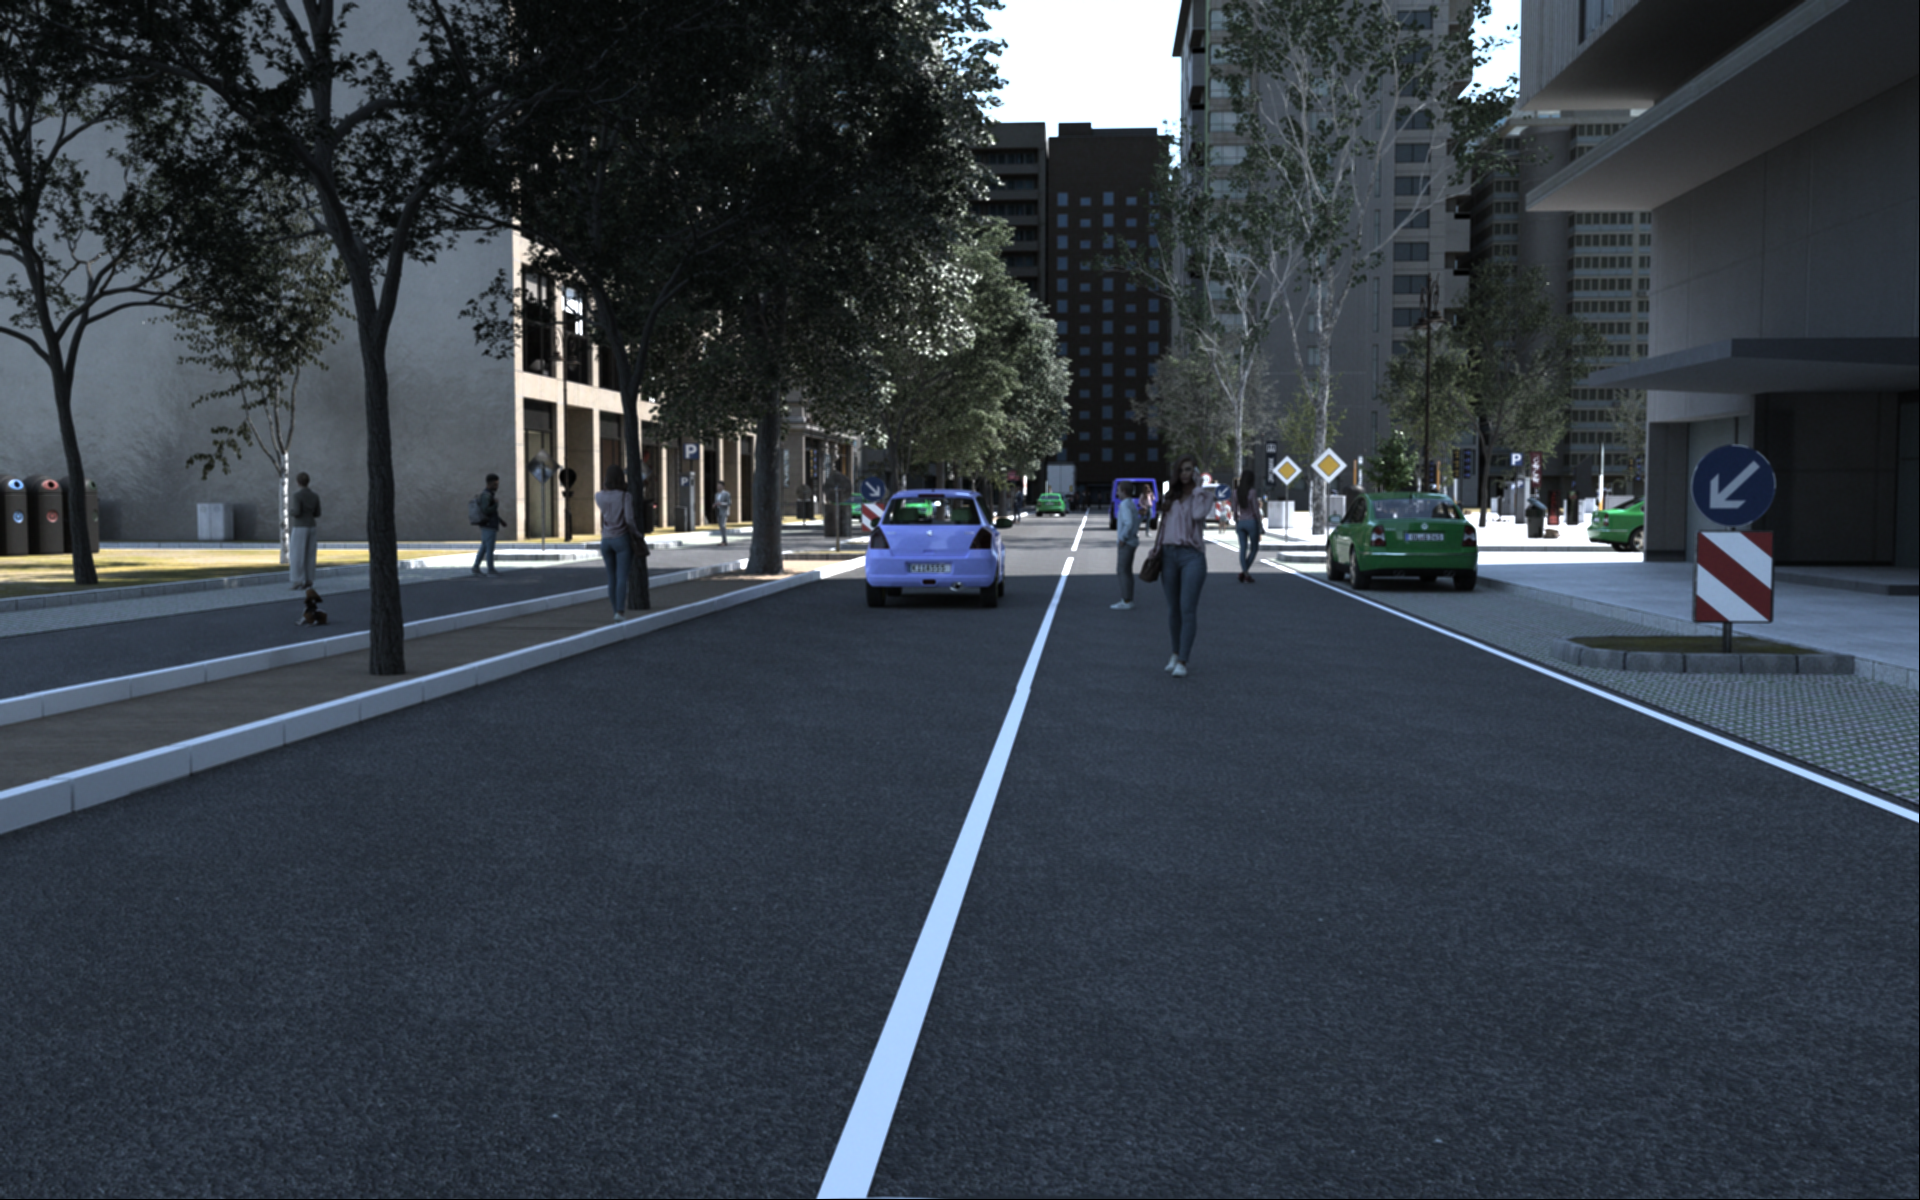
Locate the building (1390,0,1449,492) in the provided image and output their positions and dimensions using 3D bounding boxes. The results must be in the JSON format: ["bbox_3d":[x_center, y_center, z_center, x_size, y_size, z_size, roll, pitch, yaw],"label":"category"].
[{"bbox_3d":[30.944,-43.787,154.169,20.563,71.187,20.611,0,4,4],"label":"building"}]

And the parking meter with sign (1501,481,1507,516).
[{"bbox_3d":[32.333,-6.455,101.804,0.543,3.016,1.738,-1,4,-19],"label":"parking meter with sign"}]

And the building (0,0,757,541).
[{"bbox_3d":[-20.394,-15.888,64.286,19.350,26.468,34.151,0,4,4],"label":"building"}]

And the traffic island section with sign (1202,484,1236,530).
[{"bbox_3d":[10.383,-3.719,69.441,1.989,1.847,2.006,0,4,4],"label":"traffic island section with sign"}]

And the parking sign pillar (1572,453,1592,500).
[{"bbox_3d":[41.254,-7.734,114.925,1.447,3.967,1.447,-1,4,-20],"label":"parking sign pillar"}]

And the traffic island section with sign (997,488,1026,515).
[{"bbox_3d":[3.585,-6.861,120.314,2.006,1.907,1.989,0,4,4],"label":"traffic island section with sign"}]

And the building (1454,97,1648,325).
[{"bbox_3d":[69.049,-36.202,211.512,30.456,49.044,23.786,0,4,4],"label":"building"}]

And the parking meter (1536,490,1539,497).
[{"bbox_3d":[34.179,-5.782,102.951,0.372,1.533,0.369,0,3,0],"label":"parking meter"}]

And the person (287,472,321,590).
[{"bbox_3d":[-9.823,-1.030,25.889,0.362,1.759,0.519,2,4,29],"label":"person"}]

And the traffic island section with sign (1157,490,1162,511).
[{"bbox_3d":[16.323,-8.425,146.369,1.989,1.847,2.006,0,4,4],"label":"traffic island section with sign"}]

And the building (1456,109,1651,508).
[{"bbox_3d":[63.046,-29.512,174.410,23.993,40.220,32.217,0,4,4],"label":"building"}]

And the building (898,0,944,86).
[{"bbox_3d":[-13.038,-32.958,162.572,21.300,48.544,21.600,0,4,4],"label":"building"}]

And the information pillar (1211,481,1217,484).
[{"bbox_3d":[14.066,-5.597,95.999,0.304,2.012,0.304,2,4,26],"label":"information pillar"}]

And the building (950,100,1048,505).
[{"bbox_3d":[0.419,-36.243,216.274,21.600,48.544,21.300,0,4,4],"label":"building"}]

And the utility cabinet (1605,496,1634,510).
[{"bbox_3d":[25.484,-3.413,66.963,1.020,1.237,0.306,0,4,1],"label":"utility cabinet"}]

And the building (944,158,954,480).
[{"bbox_3d":[-7.751,-30.938,189.428,14.086,41.232,14.154,0,4,4],"label":"building"}]

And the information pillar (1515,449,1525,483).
[{"bbox_3d":[29.196,-6.051,90.293,0.504,3.616,0.183,-1,4,-11],"label":"information pillar"}]

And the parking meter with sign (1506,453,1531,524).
[{"bbox_3d":[24.018,-4.744,73.822,0.543,3.016,1.738,3,4,39],"label":"parking meter with sign"}]

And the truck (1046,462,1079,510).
[{"bbox_3d":[9.356,-10.345,158.059,2.839,4.237,11.283,0,4,5],"label":"truck"}]

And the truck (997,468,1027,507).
[{"bbox_3d":[5.740,-12.218,188.670,2.839,4.237,11.283,0,4,5],"label":"truck"}]

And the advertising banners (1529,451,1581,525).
[{"bbox_3d":[24.345,-4.570,70.905,2.074,3.025,0.090,1,4,10],"label":"advertising banners"}]

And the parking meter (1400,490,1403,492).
[{"bbox_3d":[28.137,-6.263,110.818,0.372,1.533,0.369,0,3,0],"label":"parking meter"}]

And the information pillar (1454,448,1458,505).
[{"bbox_3d":[25.394,-5.957,88.752,0.183,3.616,0.504,0,4,8],"label":"information pillar"}]

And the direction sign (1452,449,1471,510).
[{"bbox_3d":[25.056,-5.785,86.574,0.876,3.537,0.379,1,4,21],"label":"direction sign"}]

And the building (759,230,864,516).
[{"bbox_3d":[-13.307,-15.313,101.271,10.553,20.767,40.483,0,4,4],"label":"building"}]

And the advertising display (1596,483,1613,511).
[{"bbox_3d":[36.996,-5.766,99.483,0.123,1.923,0.974,-3,5,-41],"label":"advertising display"}]

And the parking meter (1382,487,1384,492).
[{"bbox_3d":[26.827,-6.355,109.620,0.399,1.863,0.255,0,4,6],"label":"parking meter"}]

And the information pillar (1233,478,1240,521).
[{"bbox_3d":[13.041,-4.706,81.430,0.304,2.012,0.304,3,5,44],"label":"information pillar"}]

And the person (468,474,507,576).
[{"bbox_3d":[-8.189,-1.300,30.109,0.721,1.781,0.623,-2,4,-27],"label":"person"}]

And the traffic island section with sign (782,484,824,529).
[{"bbox_3d":[-6.385,-3.799,70.741,1.989,1.847,2.006,0,4,4],"label":"traffic island section with sign"}]

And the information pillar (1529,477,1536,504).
[{"bbox_3d":[25.059,-4.374,76.000,0.304,2.012,0.304,0,4,-6],"label":"information pillar"}]

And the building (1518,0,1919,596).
[{"bbox_3d":[23.111,-26.246,18.354,28.713,52.752,27.495,0,4,4],"label":"building"}]

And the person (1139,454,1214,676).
[{"bbox_3d":[1.769,-0.289,13.821,0.593,1.750,0.643,2,4,32],"label":"person"}]

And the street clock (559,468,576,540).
[{"bbox_3d":[-10.979,-2.688,48.514,0.471,2.002,0.358,-1,4,-15],"label":"street clock"}]

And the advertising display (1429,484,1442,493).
[{"bbox_3d":[30.131,-6.399,109.843,0.974,1.923,0.123,-1,4,-22],"label":"advertising display"}]

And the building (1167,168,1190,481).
[{"bbox_3d":[32.321,-32.185,209.815,14.086,41.232,14.154,0,4,4],"label":"building"}]

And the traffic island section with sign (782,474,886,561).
[{"bbox_3d":[-2.775,-1.827,38.013,2.006,1.907,1.989,0,4,4],"label":"traffic island section with sign"}]

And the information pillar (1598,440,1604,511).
[{"bbox_3d":[27.945,-5.147,75.515,0.183,3.616,0.504,2,4,30],"label":"information pillar"}]

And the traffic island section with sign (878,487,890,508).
[{"bbox_3d":[-4.291,-5.455,97.813,1.989,1.847,2.006,0,4,4],"label":"traffic island section with sign"}]

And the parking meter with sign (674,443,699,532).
[{"bbox_3d":[-9.304,-3.827,58.825,0.543,3.016,1.738,0,4,4],"label":"parking meter with sign"}]

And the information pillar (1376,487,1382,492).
[{"bbox_3d":[24.416,-5.901,100.970,0.304,2.012,0.304,1,4,11],"label":"information pillar"}]

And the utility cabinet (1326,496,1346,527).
[{"bbox_3d":[14.374,-3.412,66.947,1.020,1.237,0.306,3,4,36],"label":"utility cabinet"}]

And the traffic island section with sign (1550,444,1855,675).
[{"bbox_3d":[6.144,-0.369,14.657,1.989,1.847,2.006,0,4,4],"label":"traffic island section with sign"}]

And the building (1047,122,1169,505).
[{"bbox_3d":[17.995,-34.336,211.500,14.200,45.320,14.600,0,4,4],"label":"building"}]

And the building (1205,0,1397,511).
[{"bbox_3d":[26.366,-27.782,137.837,14.154,41.232,14.086,0,4,4],"label":"building"}]

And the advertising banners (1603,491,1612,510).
[{"bbox_3d":[29.268,-5.040,78.594,0.090,3.025,2.074,0,4,7],"label":"advertising banners"}]

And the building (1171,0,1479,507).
[{"bbox_3d":[36.725,-36.061,178.833,28.713,52.752,27.495,0,4,4],"label":"building"}]

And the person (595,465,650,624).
[{"bbox_3d":[-3.727,-0.599,18.882,0.593,1.750,0.643,1,4,17],"label":"person"}]

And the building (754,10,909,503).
[{"bbox_3d":[-16.193,-31.628,136.733,23.786,49.044,30.456,0,4,4],"label":"building"}]

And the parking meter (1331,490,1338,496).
[{"bbox_3d":[22.484,-5.847,104.007,0.372,1.533,0.369,0,3,0],"label":"parking meter"}]
